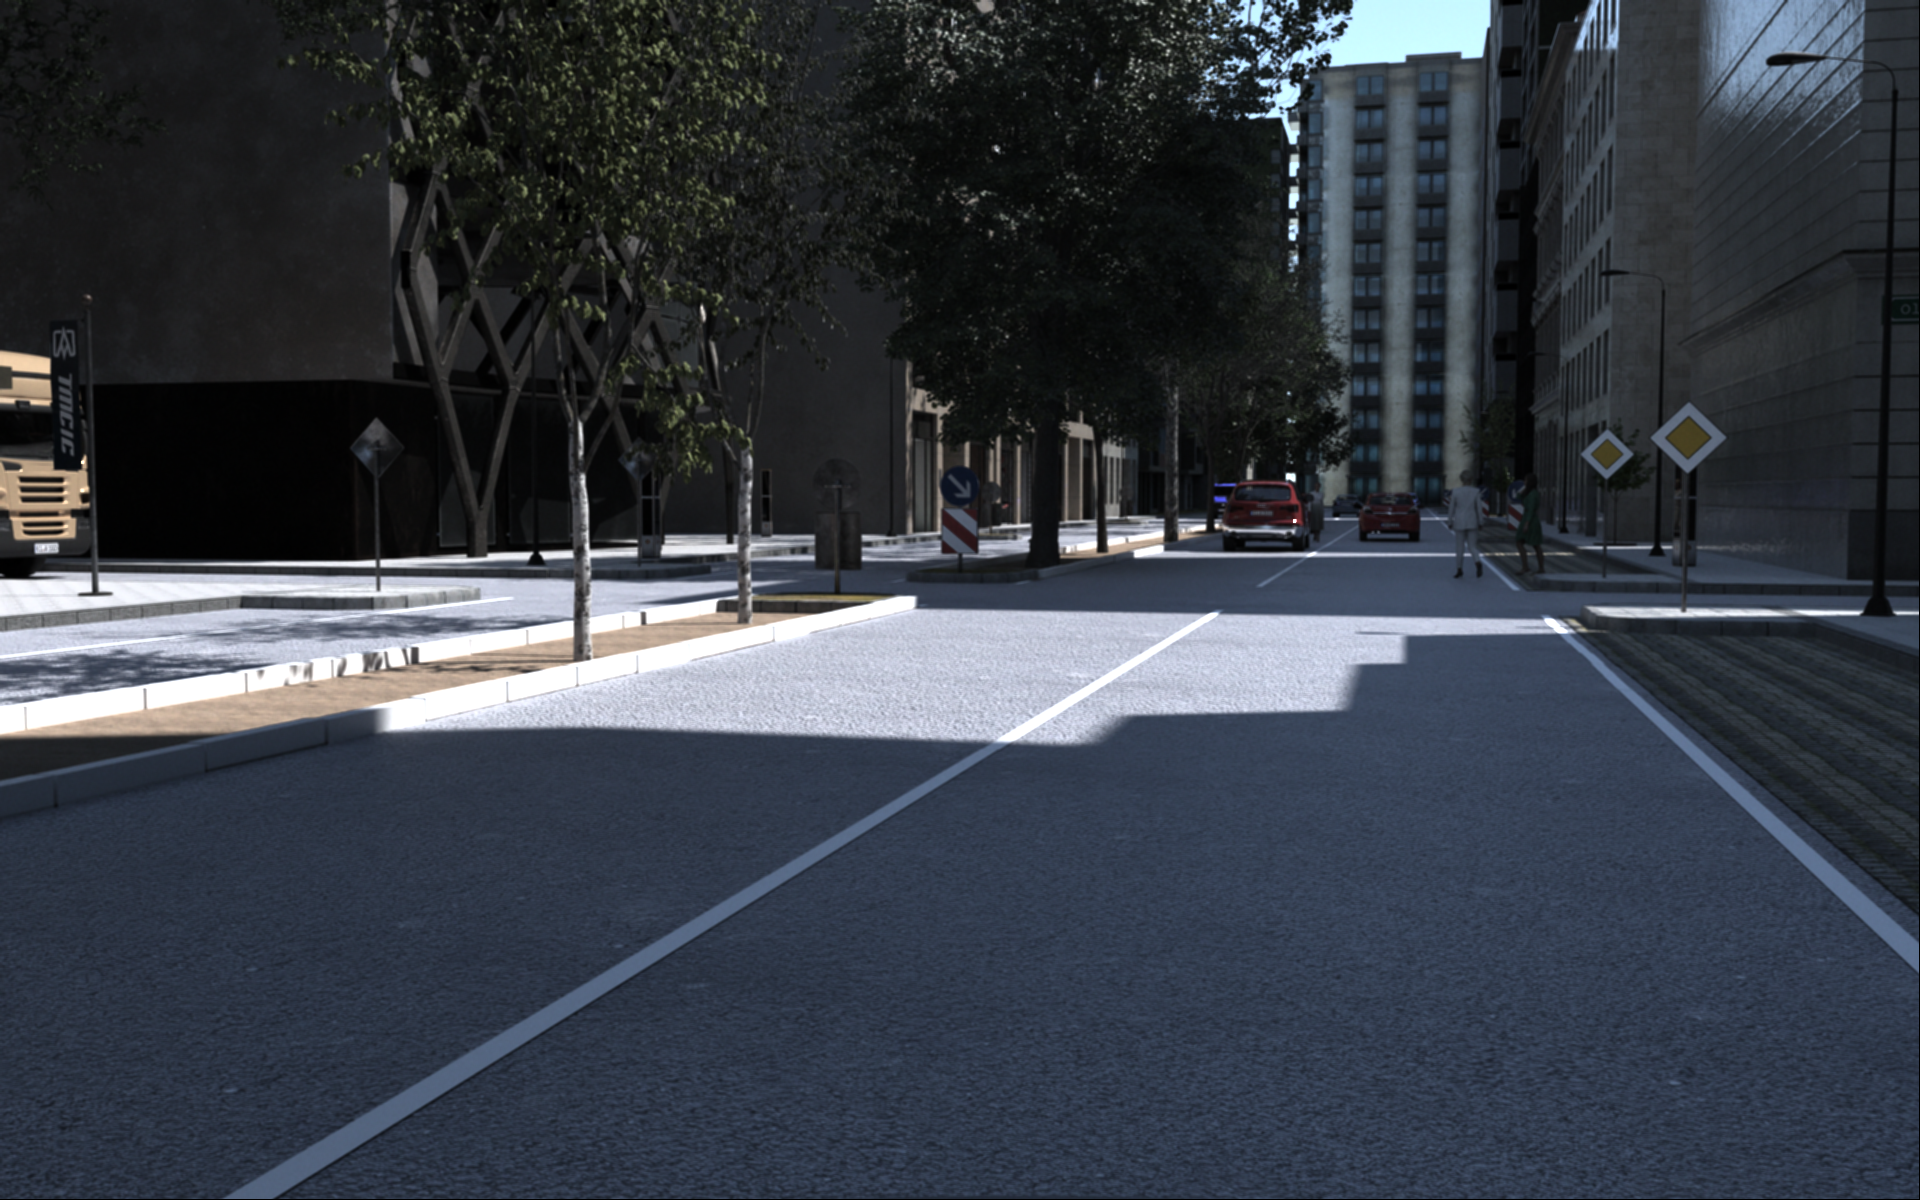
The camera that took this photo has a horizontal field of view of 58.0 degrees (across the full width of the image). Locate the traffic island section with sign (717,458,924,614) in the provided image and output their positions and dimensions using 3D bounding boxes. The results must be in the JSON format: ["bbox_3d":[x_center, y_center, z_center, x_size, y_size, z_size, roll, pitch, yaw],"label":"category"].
[{"bbox_3d":[-1.719,-0.820,21.548,2.006,1.907,1.989,1,4,15],"label":"traffic island section with sign"}]

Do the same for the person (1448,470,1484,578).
[{"bbox_3d":[8.578,-1.279,29.285,0.514,1.842,0.818,0,4,-7],"label":"person"}]

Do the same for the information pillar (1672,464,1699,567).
[{"bbox_3d":[12.877,-1.605,30.741,0.304,2.012,0.304,0,4,-5],"label":"information pillar"}]

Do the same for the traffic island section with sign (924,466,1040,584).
[{"bbox_3d":[0.157,-1.259,28.715,2.006,1.907,1.989,1,4,15],"label":"traffic island section with sign"}]

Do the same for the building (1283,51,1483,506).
[{"bbox_3d":[51.706,-34.949,191.021,30.456,49.044,23.786,1,4,15],"label":"building"}]

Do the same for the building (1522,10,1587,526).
[{"bbox_3d":[29.681,-14.368,71.077,11.583,22.565,21.152,1,4,15],"label":"building"}]

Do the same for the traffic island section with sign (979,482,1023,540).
[{"bbox_3d":[0.902,-2.808,54.541,1.989,1.847,2.006,1,4,15],"label":"traffic island section with sign"}]

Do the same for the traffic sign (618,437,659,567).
[{"bbox_3d":[-5.657,-1.644,30.515,0.795,2.450,0.064,1,4,15],"label":"traffic sign"}]

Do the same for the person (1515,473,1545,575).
[{"bbox_3d":[9.994,-1.319,30.305,0.529,1.795,0.600,1,4,14],"label":"person"}]

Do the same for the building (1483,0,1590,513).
[{"bbox_3d":[47.034,-41.510,116.938,20.563,71.187,20.611,1,4,15],"label":"building"}]

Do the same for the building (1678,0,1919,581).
[{"bbox_3d":[35.950,-15.335,27.149,44.131,29.872,17.030,1,4,15],"label":"building"}]

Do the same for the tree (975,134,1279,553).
[{"bbox_3d":[3.563,-6.428,41.964,8.767,10.594,7.601,1,4,15],"label":"tree"}]

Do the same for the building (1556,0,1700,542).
[{"bbox_3d":[24.573,-12.117,52.871,10.420,20.320,16.860,1,4,15],"label":"building"}]

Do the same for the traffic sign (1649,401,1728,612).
[{"bbox_3d":[7.854,-0.923,18.739,0.795,2.450,0.064,1,4,15],"label":"traffic sign"}]

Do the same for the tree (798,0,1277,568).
[{"bbox_3d":[1.629,-7.593,33.257,9.857,13.997,8.962,0,3,0],"label":"tree"}]

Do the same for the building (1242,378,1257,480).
[{"bbox_3d":[13.225,-19.812,168.973,28.899,21.520,27.650,1,4,15],"label":"building"}]

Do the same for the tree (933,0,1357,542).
[{"bbox_3d":[5.279,-11.829,51.752,12.611,20.169,13.585,0,3,0],"label":"tree"}]

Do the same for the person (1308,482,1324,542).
[{"bbox_3d":[10.758,-2.664,52.285,0.478,1.798,0.641,1,4,16],"label":"person"}]

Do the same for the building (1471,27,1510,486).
[{"bbox_3d":[56.020,-31.343,162.575,14.600,45.320,14.200,1,4,15],"label":"building"}]

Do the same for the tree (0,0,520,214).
[{"bbox_3d":[-5.134,-4.365,8.240,8.767,10.594,7.601,1,4,15],"label":"tree"}]

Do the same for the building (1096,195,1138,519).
[{"bbox_3d":[3.546,-14.794,96.638,10.420,20.320,16.860,1,4,15],"label":"building"}]

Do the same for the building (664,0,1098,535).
[{"bbox_3d":[-6.707,-16.397,72.610,19.350,26.468,34.151,1,4,15],"label":"building"}]

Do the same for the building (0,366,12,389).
[{"bbox_3d":[-29.507,-22.076,15.567,28.867,44.769,22.147,1,4,15],"label":"building"}]

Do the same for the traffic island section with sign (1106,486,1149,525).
[{"bbox_3d":[7.749,-4.416,80.835,1.989,1.847,2.006,1,4,15],"label":"traffic island section with sign"}]

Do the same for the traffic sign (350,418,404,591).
[{"bbox_3d":[-7.669,-1.171,22.787,0.795,2.450,0.064,1,4,15],"label":"traffic sign"}]

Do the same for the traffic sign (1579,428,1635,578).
[{"bbox_3d":[9.866,-1.396,26.468,0.795,2.450,0.064,1,4,15],"label":"traffic sign"}]

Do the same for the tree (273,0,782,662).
[{"bbox_3d":[-3.236,-3.759,14.272,4.737,8.622,4.395,0,3,0],"label":"tree"}]

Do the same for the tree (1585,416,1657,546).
[{"bbox_3d":[16.346,-2.969,43.140,1.663,3.219,1.824,0,3,0],"label":"tree"}]

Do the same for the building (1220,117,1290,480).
[{"bbox_3d":[29.066,-31.137,192.682,14.086,41.232,14.154,1,4,15],"label":"building"}]

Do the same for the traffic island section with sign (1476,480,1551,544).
[{"bbox_3d":[16.221,-2.577,50.766,1.989,1.847,2.006,1,4,15],"label":"traffic island section with sign"}]

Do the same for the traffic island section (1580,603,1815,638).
[{"bbox_3d":[7.879,0.212,18.810,2.009,0.180,2.903,1,4,15],"label":"traffic island section"}]

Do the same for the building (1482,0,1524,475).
[{"bbox_3d":[57.157,-33.701,140.250,28.713,52.752,27.495,1,4,15],"label":"building"}]

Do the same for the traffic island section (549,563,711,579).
[{"bbox_3d":[-5.682,-0.508,30.583,2.009,0.180,2.903,1,4,15],"label":"traffic island section"}]

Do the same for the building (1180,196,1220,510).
[{"bbox_3d":[13.332,-22.534,140.137,14.160,30.474,14.107,1,4,15],"label":"building"}]

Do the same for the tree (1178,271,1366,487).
[{"bbox_3d":[15.512,-10.265,87.293,9.611,12.733,9.660,0,3,0],"label":"tree"}]

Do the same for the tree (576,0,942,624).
[{"bbox_3d":[-2.322,-4.050,19.037,4.360,8.622,3.978,0,3,0],"label":"tree"}]

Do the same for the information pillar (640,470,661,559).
[{"bbox_3d":[-6.174,-1.838,34.544,0.304,2.012,0.304,1,4,16],"label":"information pillar"}]

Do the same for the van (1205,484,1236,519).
[{"bbox_3d":[15.380,-5.827,99.658,2.240,2.365,5.245,1,4,14],"label":"van"}]

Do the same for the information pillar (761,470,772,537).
[{"bbox_3d":[-5.796,-2.897,51.861,0.304,2.012,0.304,0,4,0],"label":"information pillar"}]

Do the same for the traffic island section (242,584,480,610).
[{"bbox_3d":[-7.694,-0.035,22.855,2.009,0.180,2.903,1,4,15],"label":"traffic island section"}]

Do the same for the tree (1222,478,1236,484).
[{"bbox_3d":[22.551,-10.138,149.468,4.285,4.588,4.351,0,3,0],"label":"tree"}]

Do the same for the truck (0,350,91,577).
[{"bbox_3d":[-19.964,-2.510,29.951,11.283,4.237,2.839,1,4,15],"label":"truck"}]

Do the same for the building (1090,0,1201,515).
[{"bbox_3d":[4.678,-28.450,119.786,22.147,44.769,28.867,1,4,15],"label":"building"}]

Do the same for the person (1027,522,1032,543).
[{"bbox_3d":[2.170,-2.343,47.160,0.624,1.780,0.694,1,4,18],"label":"person"}]

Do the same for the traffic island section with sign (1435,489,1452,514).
[{"bbox_3d":[35.625,-7.138,125.340,1.989,1.847,2.006,1,4,15],"label":"traffic island section with sign"}]

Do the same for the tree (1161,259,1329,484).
[{"bbox_3d":[12.278,-9.020,75.689,9.928,11.665,9.643,0,3,0],"label":"tree"}]

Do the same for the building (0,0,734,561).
[{"bbox_3d":[-14.444,-10.671,41.919,16.820,18.784,16.811,1,4,15],"label":"building"}]

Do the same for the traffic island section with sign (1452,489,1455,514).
[{"bbox_3d":[23.011,-4.173,76.855,1.989,1.847,2.006,1,4,15],"label":"traffic island section with sign"}]

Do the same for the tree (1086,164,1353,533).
[{"bbox_3d":[9.334,-9.247,64.013,12.009,13.543,11.850,0,3,0],"label":"tree"}]

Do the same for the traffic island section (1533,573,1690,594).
[{"bbox_3d":[9.891,-0.260,26.539,2.009,0.180,2.903,1,4,15],"label":"traffic island section"}]

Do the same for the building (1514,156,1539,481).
[{"bbox_3d":[35.461,-15.840,88.662,12.332,23.373,15.834,1,4,15],"label":"building"}]
